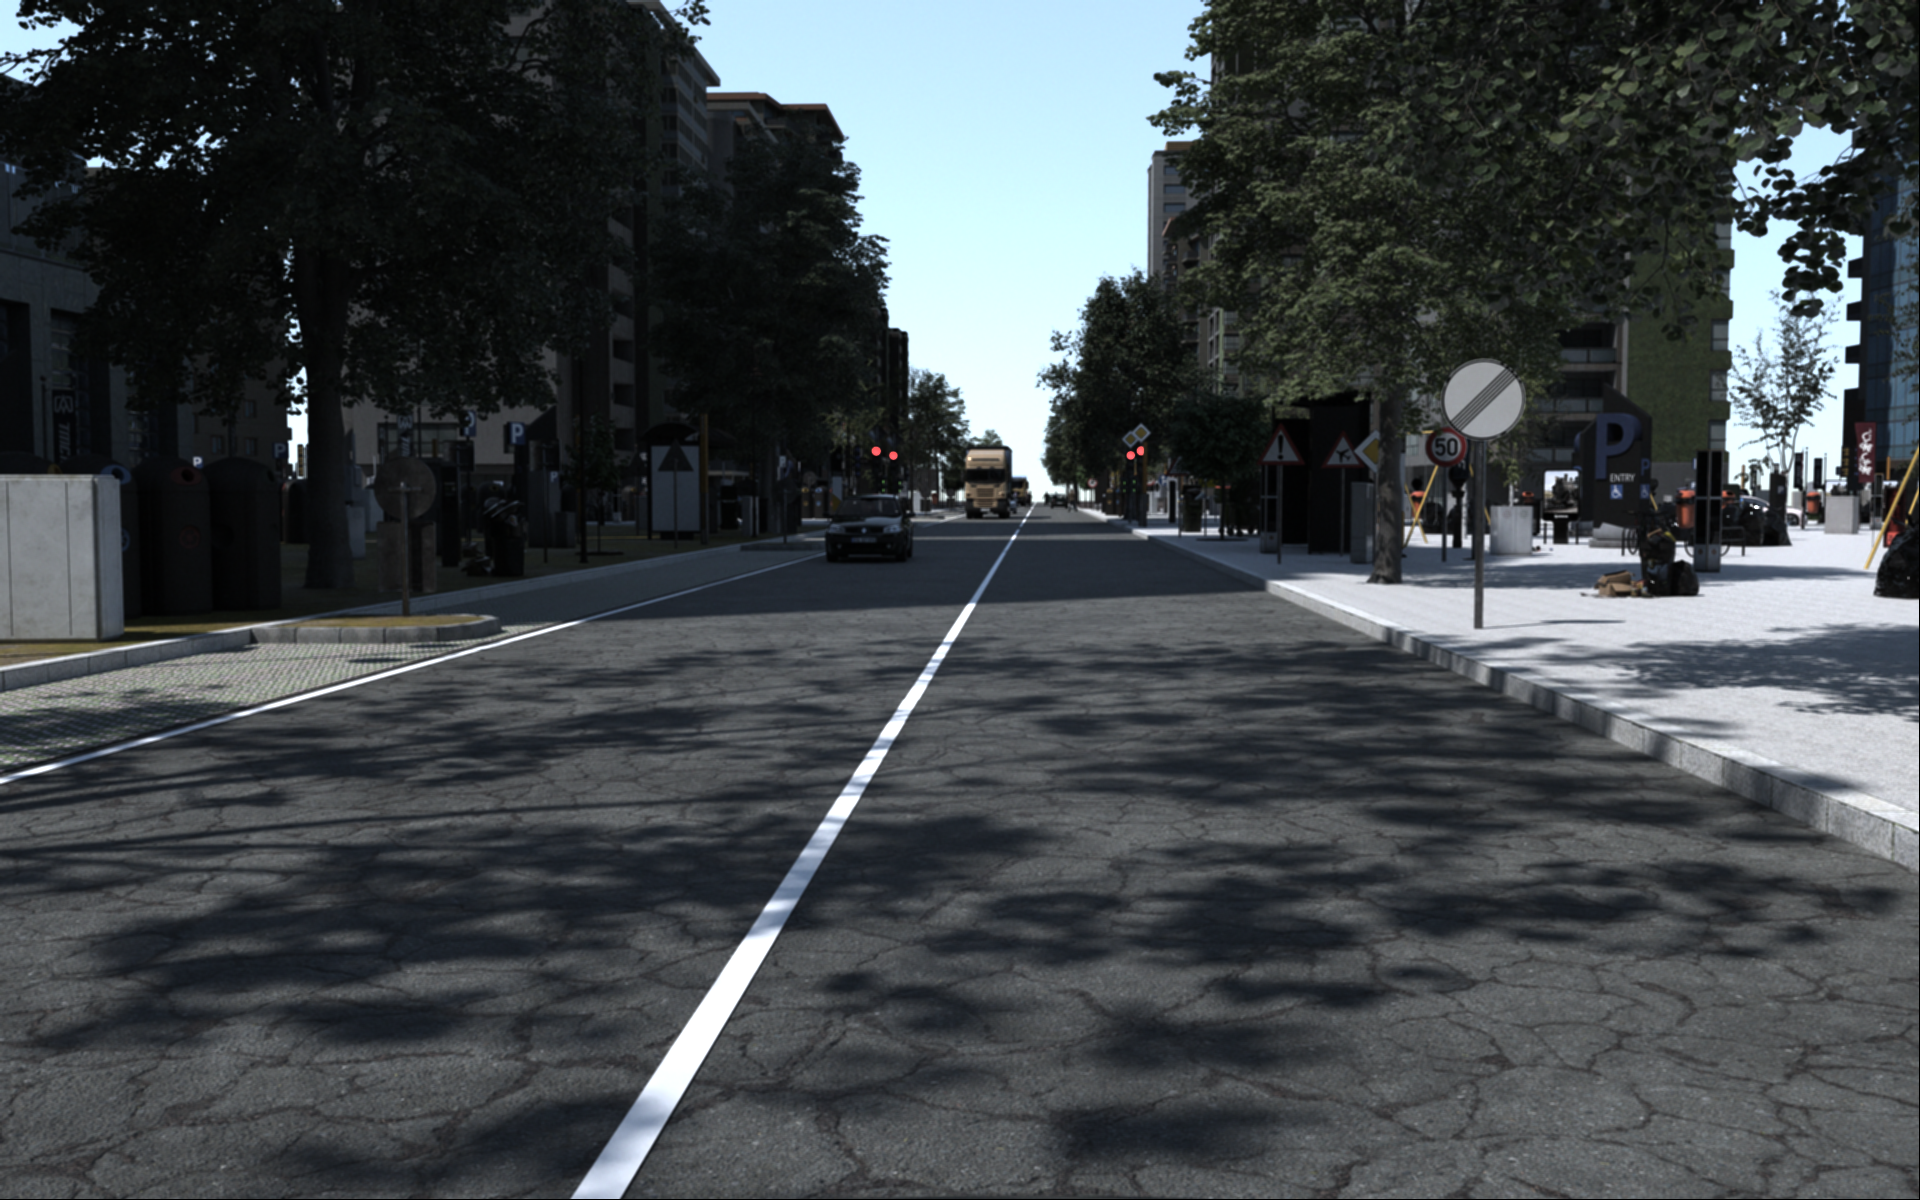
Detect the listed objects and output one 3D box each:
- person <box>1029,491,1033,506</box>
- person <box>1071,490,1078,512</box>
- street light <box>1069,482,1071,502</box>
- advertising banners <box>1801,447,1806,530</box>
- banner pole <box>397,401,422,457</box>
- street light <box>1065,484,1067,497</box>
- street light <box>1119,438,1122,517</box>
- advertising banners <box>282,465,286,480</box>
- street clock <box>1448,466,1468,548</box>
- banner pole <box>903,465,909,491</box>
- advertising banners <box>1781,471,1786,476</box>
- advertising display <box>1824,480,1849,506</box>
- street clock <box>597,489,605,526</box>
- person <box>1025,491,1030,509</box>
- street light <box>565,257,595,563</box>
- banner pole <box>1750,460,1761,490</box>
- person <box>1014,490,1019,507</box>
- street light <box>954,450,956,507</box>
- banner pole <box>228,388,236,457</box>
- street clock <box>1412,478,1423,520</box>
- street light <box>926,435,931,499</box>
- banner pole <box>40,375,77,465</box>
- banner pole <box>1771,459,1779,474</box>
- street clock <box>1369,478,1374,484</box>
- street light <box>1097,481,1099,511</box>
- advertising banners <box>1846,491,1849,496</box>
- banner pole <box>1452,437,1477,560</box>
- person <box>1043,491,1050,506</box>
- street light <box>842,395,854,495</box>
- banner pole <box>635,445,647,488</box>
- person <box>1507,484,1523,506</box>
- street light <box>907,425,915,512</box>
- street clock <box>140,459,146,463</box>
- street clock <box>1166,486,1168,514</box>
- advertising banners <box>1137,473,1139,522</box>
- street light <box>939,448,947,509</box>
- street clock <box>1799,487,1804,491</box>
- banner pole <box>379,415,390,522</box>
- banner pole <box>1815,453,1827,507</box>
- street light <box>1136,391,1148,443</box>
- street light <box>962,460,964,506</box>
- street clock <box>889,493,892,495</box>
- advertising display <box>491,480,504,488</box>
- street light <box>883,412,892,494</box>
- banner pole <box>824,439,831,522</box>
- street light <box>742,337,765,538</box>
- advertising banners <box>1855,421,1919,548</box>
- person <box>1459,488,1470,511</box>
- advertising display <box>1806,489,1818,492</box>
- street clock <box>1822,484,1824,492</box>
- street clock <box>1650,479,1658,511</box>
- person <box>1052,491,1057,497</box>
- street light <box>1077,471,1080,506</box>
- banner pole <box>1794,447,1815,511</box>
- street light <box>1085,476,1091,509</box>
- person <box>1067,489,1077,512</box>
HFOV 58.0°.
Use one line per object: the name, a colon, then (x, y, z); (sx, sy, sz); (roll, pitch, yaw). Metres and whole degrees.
person: (8.741, -12.622, 214.863); (0.705, 1.824, 1.348); (-1, 4, -18)
person: (9.349, -8.106, 141.615); (0.643, 1.750, 0.593); (0, 4, -1)
street light: (15.430, -16.107, 236.129); (0.468, 5.910, 1.993); (0, 4, 3)
advertising banners: (30.850, -4.109, 63.372); (0.090, 3.025, 2.074); (2, 4, 23)
banner pole: (-14.495, -3.413, 45.814); (0.863, 3.779, 0.401); (-3, 5, -41)
street light: (17.930, -19.467, 291.080); (0.468, 5.910, 1.993); (0, 4, 3)
street light: (8.881, -7.522, 95.771); (0.468, 5.910, 1.993); (0, 4, 3)
advertising banners: (-40.115, -6.570, 103.610); (0.090, 3.025, 2.074); (0, 4, 0)
street clock: (11.855, -2.242, 41.235); (0.471, 2.002, 0.358); (0, 4, 6)
banner pole: (-4.585, -9.661, 147.972); (0.863, 3.779, 0.401); (1, 4, 20)
advertising banners: (61.766, -8.265, 131.322); (2.074, 3.025, 0.090); (-1, 4, -13)
advertising display: (40.046, -4.523, 79.158); (0.974, 1.923, 0.123); (3, 5, 44)
street clock: (-14.536, -4.017, 70.241); (0.358, 2.002, 0.471); (-2, 4, -24)
person: (6.685, -9.920, 171.226); (0.617, 1.759, 0.750); (0, 4, -4)
street light: (-7.006, -3.626, 32.076); (0.468, 5.910, 1.993); (0, 4, 3)
banner pole: (58.165, -8.352, 126.568); (0.863, 3.779, 0.401); (3, 4, 39)
person: (6.242, -11.076, 189.455); (0.599, 1.838, 0.709); (2, 4, 32)
street light: (-0.502, -12.213, 172.466); (0.468, 5.910, 1.993); (0, 4, 3)
banner pole: (-14.582, -2.735, 34.730); (0.401, 3.779, 0.863); (-2, 4, -31)
street clock: (21.020, -4.593, 79.661); (0.471, 2.002, 0.358); (2, 4, 27)
street light: (-2.315, -9.757, 132.310); (0.468, 5.910, 1.993); (0, 4, 3)
banner pole: (-19.036, -2.845, 36.537); (0.863, 3.779, 0.401); (-1, 4, -8)
banner pole: (58.348, -8.204, 124.147); (0.401, 3.779, 0.863); (-2, 4, -27)
street clock: (18.466, -4.511, 78.330); (0.471, 2.002, 0.358); (1, 4, 15)
street light: (10.585, -9.783, 132.743); (0.468, 5.910, 1.993); (0, 4, 3)
advertising banners: (32.788, -4.102, 63.257); (2.074, 3.025, 0.090); (-3, 5, -45)
banner pole: (9.936, -2.686, 33.932); (0.401, 3.779, 0.863); (-2, 4, -24)
person: (10.474, -12.260, 209.500); (0.990, 1.755, 0.434); (1, 4, 19)
street light: (-4.955, -6.384, 77.174); (0.468, 5.910, 1.993); (0, 4, 3)
banner pole: (-16.141, -5.973, 87.681); (0.863, 3.779, 0.401); (-1, 4, -10)
person: (23.024, -3.887, 71.823); (0.659, 1.850, 0.755); (1, 4, 14)
street light: (-3.209, -8.625, 113.804); (0.468, 5.910, 1.993); (0, 4, 3)
street clock: (-16.571, -1.894, 35.536); (0.358, 2.002, 0.471); (2, 4, 24)
street clock: (13.499, -6.570, 111.989); (0.358, 2.002, 0.471); (2, 4, 35)
advertising banners: (8.161, -5.094, 79.478); (0.090, 3.025, 2.074); (0, 4, 6)
street light: (-1.442, -11.087, 154.051); (0.468, 5.910, 1.993); (0, 4, 3)
street clock: (71.985, -8.789, 148.265); (0.358, 2.002, 0.471); (0, 4, 2)
banner pole: (-18.130, -3.949, 54.582); (0.401, 3.779, 0.863); (0, 4, 4)
banner pole: (52.515, -7.075, 105.686); (0.863, 3.779, 0.401); (1, 4, 22)
street light: (8.051, -6.360, 76.780); (0.468, 5.910, 1.993); (0, 4, 3)
street light: (0.347, -13.333, 190.782); (0.468, 5.910, 1.993); (0, 4, 3)
street clock: (-4.371, -6.381, 108.892); (0.358, 2.002, 0.471); (0, 4, -7)
advertising display: (-21.608, -4.632, 80.948); (0.123, 1.923, 0.974); (1, 4, 17)
street light: (-4.017, -7.504, 95.486); (0.468, 5.910, 1.993); (0, 4, 3)
banner pole: (-6.021, -5.472, 79.485); (0.401, 3.779, 0.863); (0, 3, 0)
street light: (-6.075, -4.784, 51.012); (0.468, 5.910, 1.993); (0, 4, 3)
advertising banners: (22.315, -2.755, 41.227); (0.090, 3.025, 2.074); (-3, 5, -39)
person: (20.993, -3.872, 72.234); (0.576, 1.772, 0.534); (2, 4, 29)
advertising display: (71.904, -8.632, 146.340); (0.974, 1.923, 0.123); (2, 4, 35)
street clock: (62.755, -7.410, 125.722); (0.471, 2.002, 0.358); (-2, 4, -35)
street clock: (32.541, -4.699, 81.396); (0.471, 2.002, 0.358); (-2, 4, -25)
person: (12.653, -13.442, 228.351); (1.350, 1.814, 0.705); (0, 4, -8)
street light: (14.125, -14.410, 208.392); (0.468, 5.910, 1.993); (0, 4, 3)
banner pole: (44.706, -6.239, 92.017); (0.401, 3.779, 0.863); (-3, 5, -43)
street light: (12.417, -12.136, 171.213); (0.468, 5.910, 1.993); (0, 4, 3)
person: (9.101, -8.052, 140.063); (0.836, 1.842, 0.656); (2, 4, 32)
